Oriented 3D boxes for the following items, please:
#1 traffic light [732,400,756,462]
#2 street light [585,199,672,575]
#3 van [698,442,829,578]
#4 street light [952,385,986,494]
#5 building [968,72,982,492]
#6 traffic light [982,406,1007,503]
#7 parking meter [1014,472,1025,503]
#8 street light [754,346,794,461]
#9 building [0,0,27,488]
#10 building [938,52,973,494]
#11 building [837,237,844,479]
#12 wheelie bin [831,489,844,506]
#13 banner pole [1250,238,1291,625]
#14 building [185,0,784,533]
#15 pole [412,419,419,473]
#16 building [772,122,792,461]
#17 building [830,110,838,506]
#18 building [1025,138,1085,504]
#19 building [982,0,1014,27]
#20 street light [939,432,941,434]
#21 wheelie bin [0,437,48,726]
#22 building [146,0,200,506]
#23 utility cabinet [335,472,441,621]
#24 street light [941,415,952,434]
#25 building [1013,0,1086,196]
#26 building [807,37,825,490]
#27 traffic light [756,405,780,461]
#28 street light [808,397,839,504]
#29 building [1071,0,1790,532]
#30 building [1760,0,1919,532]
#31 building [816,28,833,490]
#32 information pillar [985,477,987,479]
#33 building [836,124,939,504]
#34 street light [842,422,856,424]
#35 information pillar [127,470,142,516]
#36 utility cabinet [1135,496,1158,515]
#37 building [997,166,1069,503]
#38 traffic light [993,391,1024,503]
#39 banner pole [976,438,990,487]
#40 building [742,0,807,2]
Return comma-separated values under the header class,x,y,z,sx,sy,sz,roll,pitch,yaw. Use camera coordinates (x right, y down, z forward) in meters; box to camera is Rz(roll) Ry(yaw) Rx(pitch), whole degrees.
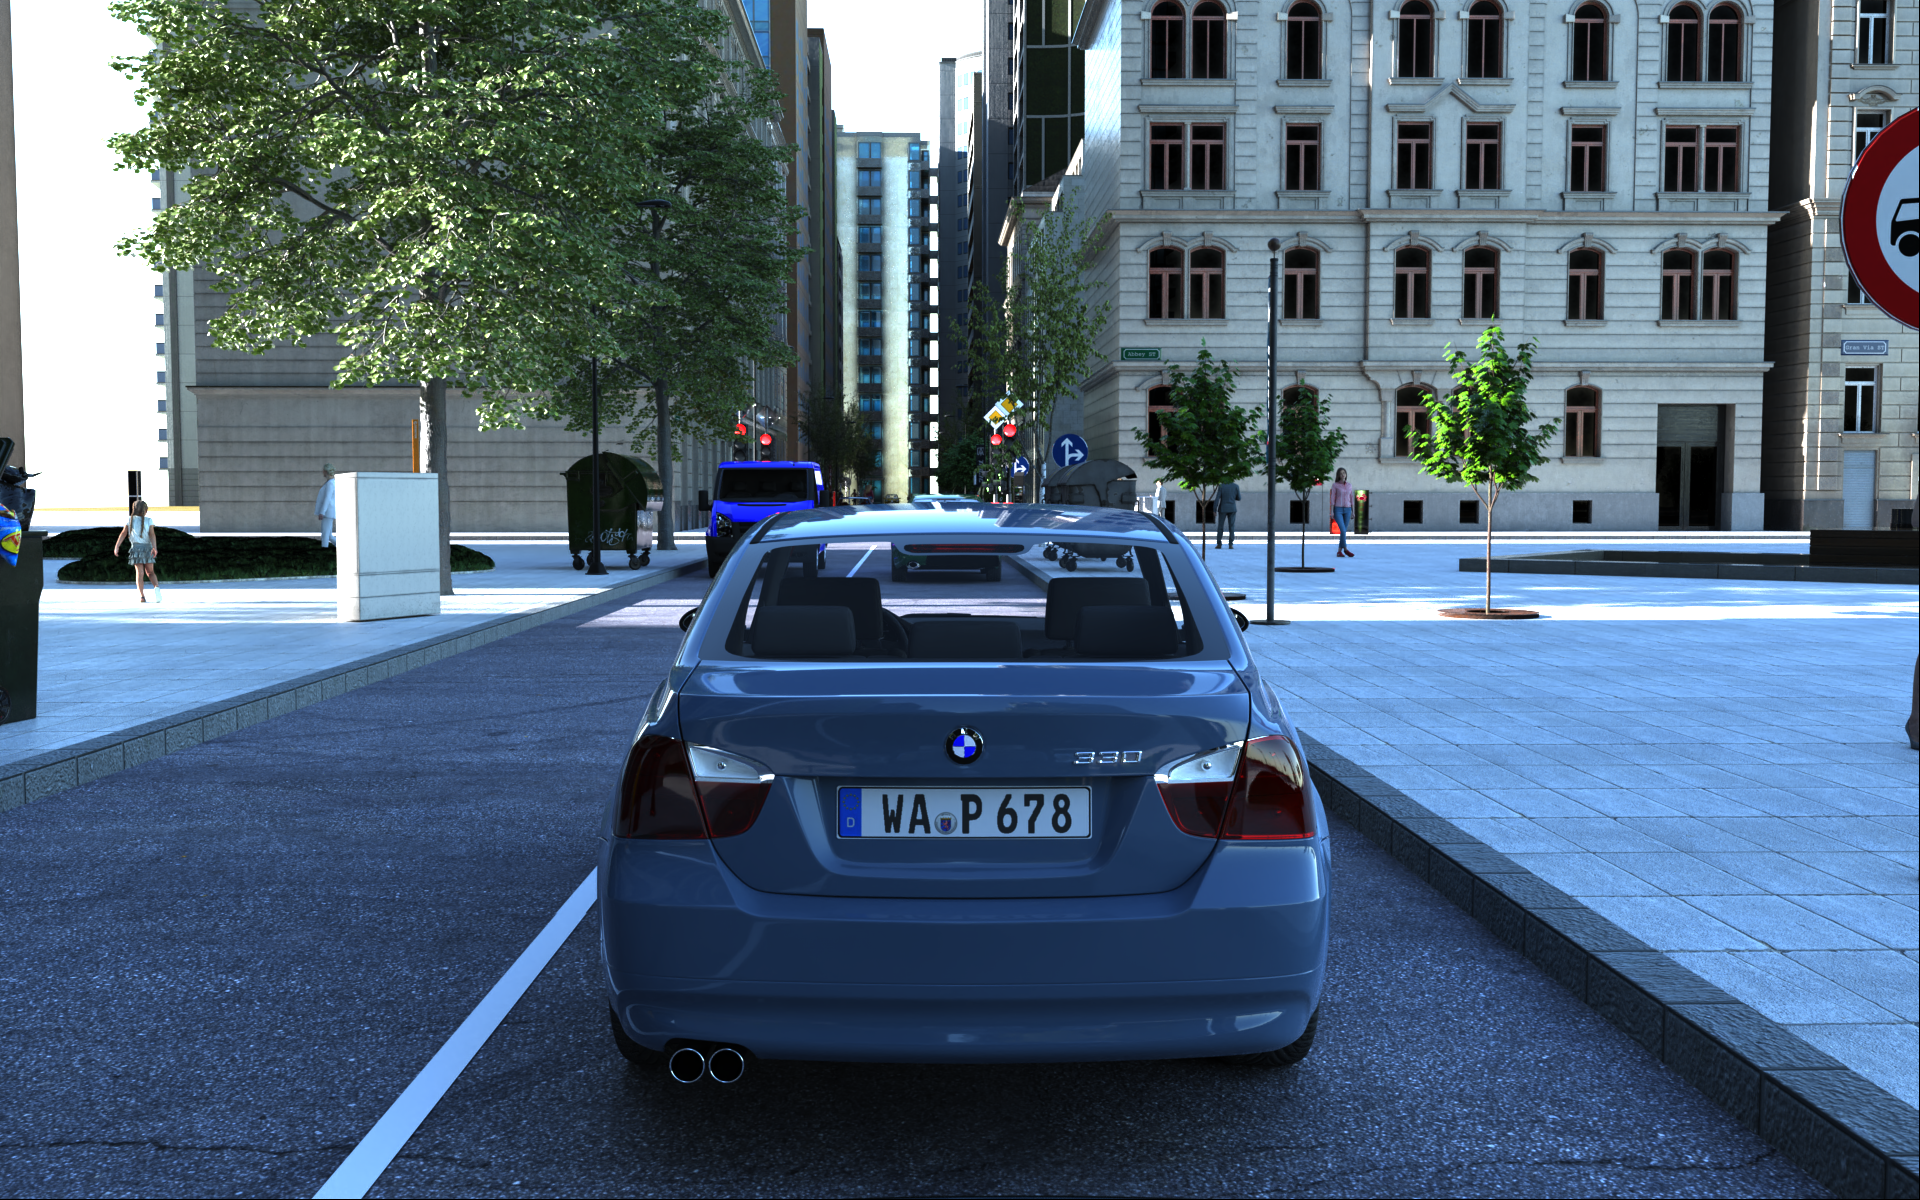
class,x,y,z,sx,sy,sz,roll,pitch,yaw
traffic light,-5.854,-3.520,46.478,0.839,4.253,0.868,0,4,-1
street light,-5.248,-3.359,27.456,1.470,5.913,1.316,0,4,-1
van,-3.433,-1.653,31.404,2.240,2.365,5.245,0,4,-2
street light,0.517,-6.195,73.837,1.470,5.913,1.316,0,4,-1
building,11.811,-34.748,191.830,21.300,48.544,21.600,0,4,-1
traffic light,1.108,-4.020,54.653,0.839,4.253,0.868,0,4,-1
parking meter,1.561,-2.449,45.754,0.255,1.863,0.399,0,4,8
street light,-5.891,-5.004,54.356,1.470,5.913,1.316,0,4,-1
building,-49.781,-16.458,62.597,24.014,27.812,14.314,0,4,-1
building,11.302,-41.869,226.549,28.212,58.520,21.231,0,4,-1
building,-20.225,-25.911,195.342,14.107,30.474,14.160,0,4,-1
wheelie bin,-8.317,-6.721,117.801,0.693,1.594,0.980,2,4,24
banner pole,3.090,-1.665,17.247,0.401,3.779,0.863,0,4,5
building,-17.969,-18.468,78.372,17.030,29.872,44.131,0,4,-1
pole,-14.870,-3.274,47.373,0.158,3.312,0.155,0,3,0
building,-17.951,-19.852,110.482,13.634,28.700,20.117,0,4,-1
building,-19.981,-30.288,178.798,14.154,41.232,14.086,0,4,-1
building,9.535,-15.115,101.874,10.420,20.320,16.860,0,4,-1
building,12.604,-38.144,165.647,21.231,58.520,28.212,0,4,-1
street light,-0.843,-9.617,129.774,1.470,5.913,1.316,0,4,-1
wheelie bin,-5.606,-0.110,9.706,0.980,1.594,0.693,0,4,7
building,-71.760,-39.626,189.890,28.212,58.520,21.231,0,4,-1
utility cabinet,-5.885,-0.560,17.832,0.318,1.500,1.173,2,4,24
street light,-0.204,-7.906,101.804,1.470,5.913,1.316,0,4,-1
building,12.872,-42.929,140.135,20.563,71.187,20.611,0,4,-1
building,-19.240,-28.549,150.368,14.154,41.232,14.086,0,4,-1
traffic light,-6.051,-4.009,54.461,0.839,4.253,0.868,0,4,-1
street light,-6.685,-6.747,82.861,1.470,5.913,1.316,0,4,-1
building,16.250,-16.942,64.392,23.554,28.519,14.401,0,4,-1
building,40.599,-16.308,63.895,25.104,27.353,12.463,0,4,-1
building,-19.371,-31.465,164.568,14.600,45.320,14.200,0,4,-1
information pillar,1.194,-3.888,68.061,0.304,2.012,0.304,-2,4,-31
building,-18.046,-37.152,227.046,30.456,49.044,23.786,0,4,-1
street light,-7.358,-8.465,110.946,1.470,5.913,1.316,0,4,-1
information pillar,-25.248,-2.968,53.014,0.304,2.012,0.304,0,4,-2
utility cabinet,4.867,-2.196,47.061,1.020,1.237,0.306,3,5,39
building,8.564,-17.815,120.158,11.050,23.489,19.941,0,4,-1
traffic light,1.305,-3.532,46.670,0.839,4.253,0.868,0,4,-1
banner pole,1.080,-5.326,77.094,0.863,3.779,0.401,2,4,25
building,-19.251,-29.713,135.920,14.600,45.320,14.200,0,4,-1
